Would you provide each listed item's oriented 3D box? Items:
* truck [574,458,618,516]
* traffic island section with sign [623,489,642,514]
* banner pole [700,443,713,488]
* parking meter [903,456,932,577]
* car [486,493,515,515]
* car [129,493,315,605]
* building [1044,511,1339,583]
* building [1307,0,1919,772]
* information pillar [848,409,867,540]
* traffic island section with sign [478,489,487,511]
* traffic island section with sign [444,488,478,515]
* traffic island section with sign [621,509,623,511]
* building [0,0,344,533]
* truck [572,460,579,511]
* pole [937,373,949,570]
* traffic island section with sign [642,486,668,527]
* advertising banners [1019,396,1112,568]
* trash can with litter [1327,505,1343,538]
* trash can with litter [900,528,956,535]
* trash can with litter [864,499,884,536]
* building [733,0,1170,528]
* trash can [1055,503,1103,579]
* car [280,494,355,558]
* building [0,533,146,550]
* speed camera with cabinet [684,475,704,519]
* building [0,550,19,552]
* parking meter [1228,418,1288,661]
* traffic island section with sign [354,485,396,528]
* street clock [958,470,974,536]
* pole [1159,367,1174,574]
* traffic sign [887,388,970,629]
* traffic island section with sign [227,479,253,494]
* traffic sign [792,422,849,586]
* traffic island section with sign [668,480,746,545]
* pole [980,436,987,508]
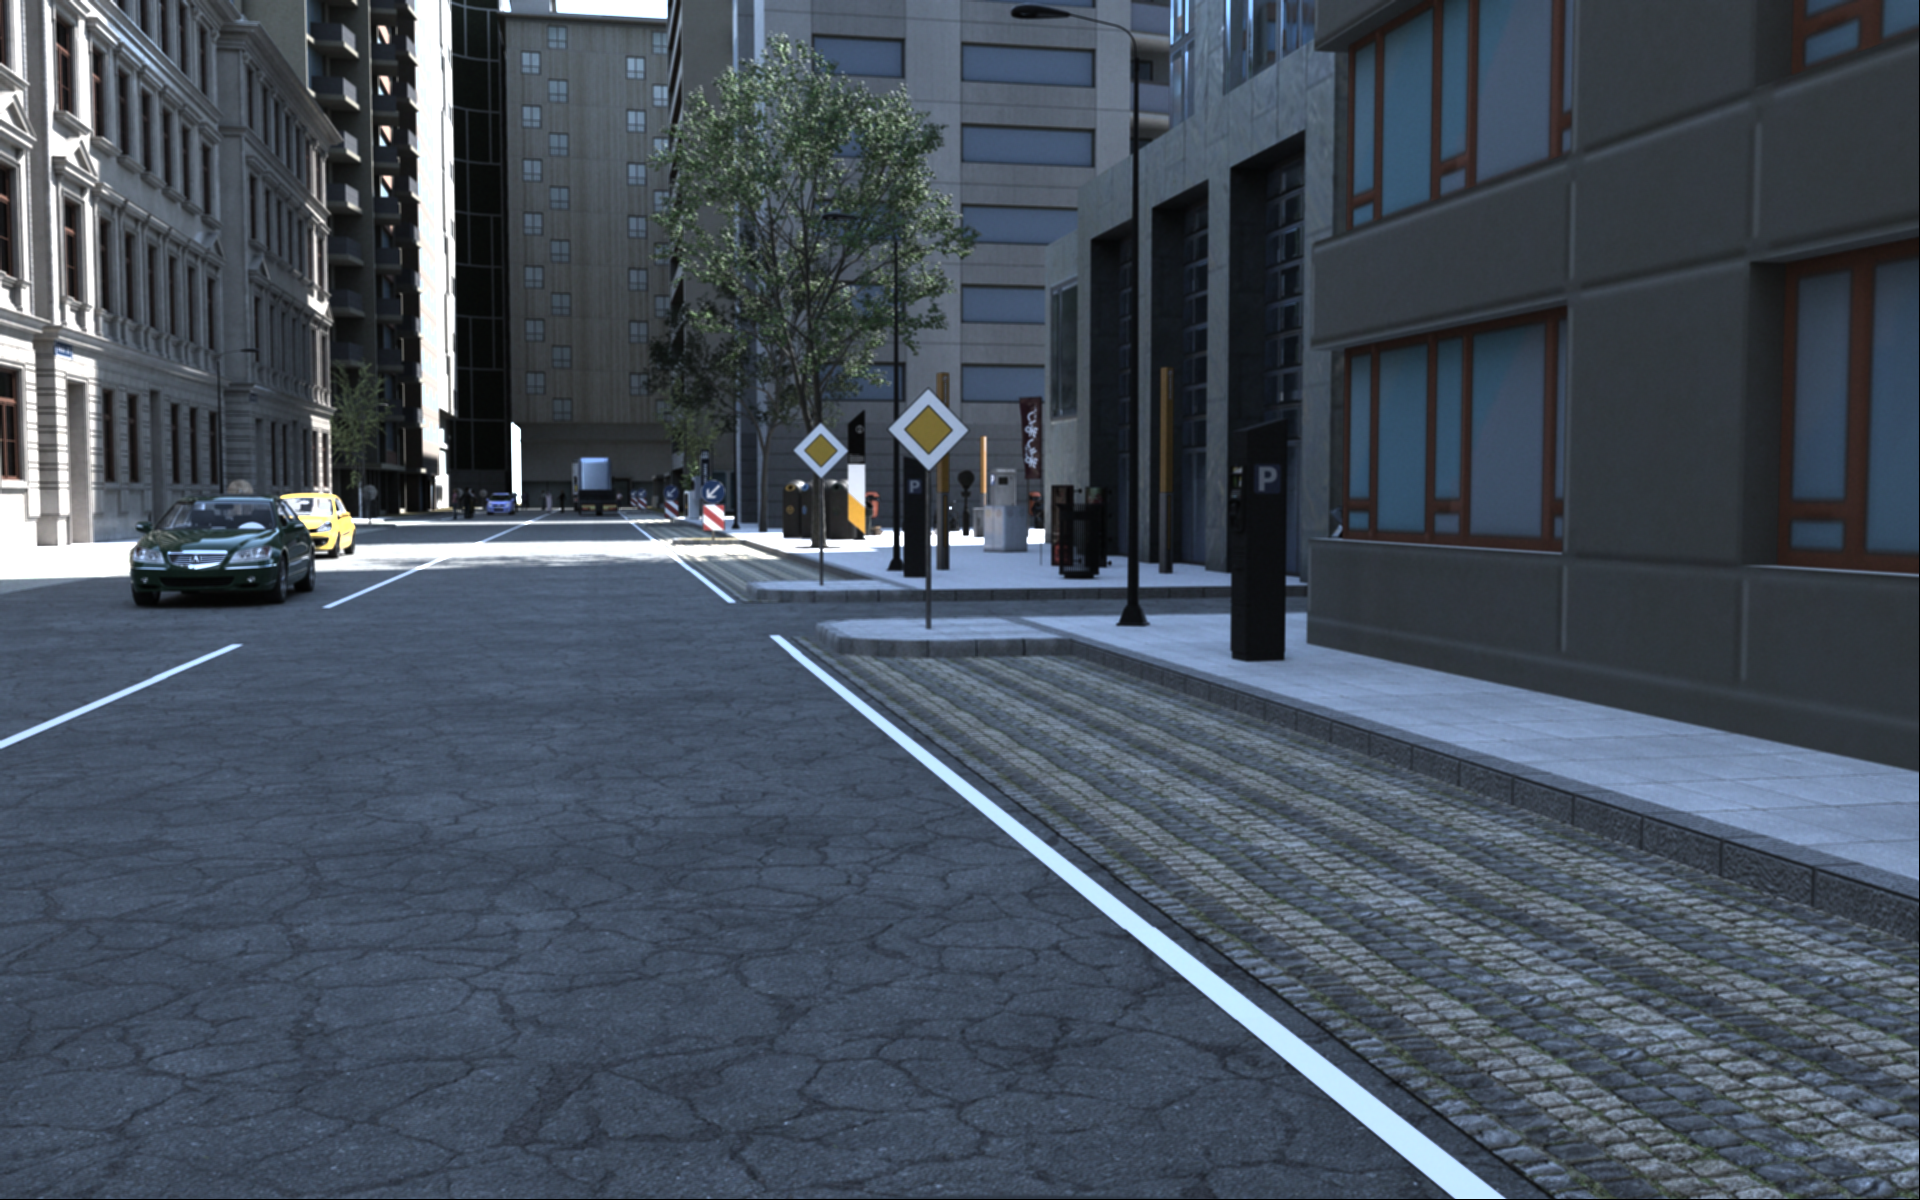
[{"bbox_3d":[-25.645,-8.098,122.153,2.967,4.110,18.799,-1,4,-13],"label":"truck"},{"bbox_3d":[-22.927,-7.071,124.233,1.989,1.847,2.006,-1,4,-12],"label":"traffic island section with sign"},{"bbox_3d":[-12.374,-5.815,85.100,0.863,3.779,0.401,2,4,24],"label":"banner pole"},{"bbox_3d":[-0.657,-1.286,26.735,0.399,1.863,0.255,1,4,13],"label":"parking meter"},{"bbox_3d":[-31.901,-6.773,120.332,1.945,1.707,3.694,-1,4,-10],"label":"car"},{"bbox_3d":[-10.101,-0.744,23.957,2.131,1.459,4.920,-1,4,-13],"label":"car"},{"bbox_3d":[18.026,-44.220,35.664,31.000,86.520,22.319,-1,4,-12],"label":"building"},{"bbox_3d":[19.477,-9.657,2.939,27.650,21.520,28.899,-1,4,-12],"label":"building"},{"bbox_3d":[-2.846,-3.456,47.858,0.504,3.616,0.183,-1,4,-15],"label":"information pillar"},{"bbox_3d":[-40.660,-8.522,147.956,1.989,1.847,2.006,-1,4,-12],"label":"traffic island section with sign"},{"bbox_3d":[-35.074,-6.895,121.365,1.989,1.847,2.006,-1,4,-12],"label":"traffic island section with sign"},{"bbox_3d":[-28.478,-8.684,150.613,1.989,1.847,2.006,-1,4,-12],"label":"traffic island section with sign"},{"bbox_3d":[-32.846,-14.385,71.356,11.583,22.565,21.152,-1,4,-12],"label":"building"},{"bbox_3d":[-31.676,-9.706,147.602,2.839,4.237,11.283,-1,4,-12],"label":"truck"},{"bbox_3d":[-0.289,-2.166,29.252,0.158,3.312,0.155,0,3,0],"label":"pole"},{"bbox_3d":[-12.857,-4.141,76.327,1.989,1.847,2.006,-1,4,-12],"label":"traffic island section with sign"},{"bbox_3d":[1.845,-2.115,30.767,2.074,3.025,0.090,3,5,42],"label":"advertising banners"},{"bbox_3d":[4.173,-0.366,17.371,0.624,1.170,1.055,-2,4,-27],"label":"trash can with litter"},{"bbox_3d":[-1.145,-2.689,55.017,1.678,1.210,2.233,-1,4,-14],"label":"trash can with litter"},{"bbox_3d":[-2.854,-2.554,53.150,0.624,1.170,1.055,2,4,35],"label":"trash can with litter"},{"bbox_3d":[0.220,-32.820,78.600,21.231,58.520,28.212,-1,4,-12],"label":"building"},{"bbox_3d":[1.813,-0.898,26.343,0.748,1.137,0.748,0,3,0],"label":"trash can"},{"bbox_3d":[-14.941,-1.798,39.624,2.015,1.641,3.980,-1,4,-12],"label":"car"},{"bbox_3d":[-28.839,-13.082,50.050,11.583,22.565,21.152,-1,4,-12],"label":"building"},{"bbox_3d":[-13.501,-5.733,88.068,0.660,3.252,2.038,-2,4,-24],"label":"speed camera with cabinet"},{"bbox_3d":[-24.491,-11.818,29.389,11.583,22.565,21.152,-1,4,-12],"label":"building"},{"bbox_3d":[2.295,-0.468,13.369,0.399,1.863,0.255,-1,4,-17],"label":"parking meter"},{"bbox_3d":[-24.969,-3.955,73.299,1.989,1.847,2.006,-1,4,-12],"label":"traffic island section with sign"},{"bbox_3d":[0.181,-2.942,52.676,0.471,2.002,0.358,-1,4,-13],"label":"street clock"},{"bbox_3d":[3.334,-2.086,27.953,0.158,3.312,0.155,0,3,0],"label":"pole"},{"bbox_3d":[-0.303,-0.782,16.431,0.795,2.450,0.064,-1,4,-12],"label":"traffic sign"},{"bbox_3d":[-19.306,-2.309,46.382,1.989,1.847,2.006,-1,4,-12],"label":"traffic island section with sign"},{"bbox_3d":[-1.947,-1.260,24.245,0.795,2.450,0.064,-1,4,-12],"label":"traffic sign"},{"bbox_3d":[-7.175,-2.486,49.278,1.989,1.847,2.006,-1,4,-12],"label":"traffic island section with sign"},{"bbox_3d":[0.829,-4.119,61.183,0.158,3.312,0.155,0,3,0],"label":"pole"}]
